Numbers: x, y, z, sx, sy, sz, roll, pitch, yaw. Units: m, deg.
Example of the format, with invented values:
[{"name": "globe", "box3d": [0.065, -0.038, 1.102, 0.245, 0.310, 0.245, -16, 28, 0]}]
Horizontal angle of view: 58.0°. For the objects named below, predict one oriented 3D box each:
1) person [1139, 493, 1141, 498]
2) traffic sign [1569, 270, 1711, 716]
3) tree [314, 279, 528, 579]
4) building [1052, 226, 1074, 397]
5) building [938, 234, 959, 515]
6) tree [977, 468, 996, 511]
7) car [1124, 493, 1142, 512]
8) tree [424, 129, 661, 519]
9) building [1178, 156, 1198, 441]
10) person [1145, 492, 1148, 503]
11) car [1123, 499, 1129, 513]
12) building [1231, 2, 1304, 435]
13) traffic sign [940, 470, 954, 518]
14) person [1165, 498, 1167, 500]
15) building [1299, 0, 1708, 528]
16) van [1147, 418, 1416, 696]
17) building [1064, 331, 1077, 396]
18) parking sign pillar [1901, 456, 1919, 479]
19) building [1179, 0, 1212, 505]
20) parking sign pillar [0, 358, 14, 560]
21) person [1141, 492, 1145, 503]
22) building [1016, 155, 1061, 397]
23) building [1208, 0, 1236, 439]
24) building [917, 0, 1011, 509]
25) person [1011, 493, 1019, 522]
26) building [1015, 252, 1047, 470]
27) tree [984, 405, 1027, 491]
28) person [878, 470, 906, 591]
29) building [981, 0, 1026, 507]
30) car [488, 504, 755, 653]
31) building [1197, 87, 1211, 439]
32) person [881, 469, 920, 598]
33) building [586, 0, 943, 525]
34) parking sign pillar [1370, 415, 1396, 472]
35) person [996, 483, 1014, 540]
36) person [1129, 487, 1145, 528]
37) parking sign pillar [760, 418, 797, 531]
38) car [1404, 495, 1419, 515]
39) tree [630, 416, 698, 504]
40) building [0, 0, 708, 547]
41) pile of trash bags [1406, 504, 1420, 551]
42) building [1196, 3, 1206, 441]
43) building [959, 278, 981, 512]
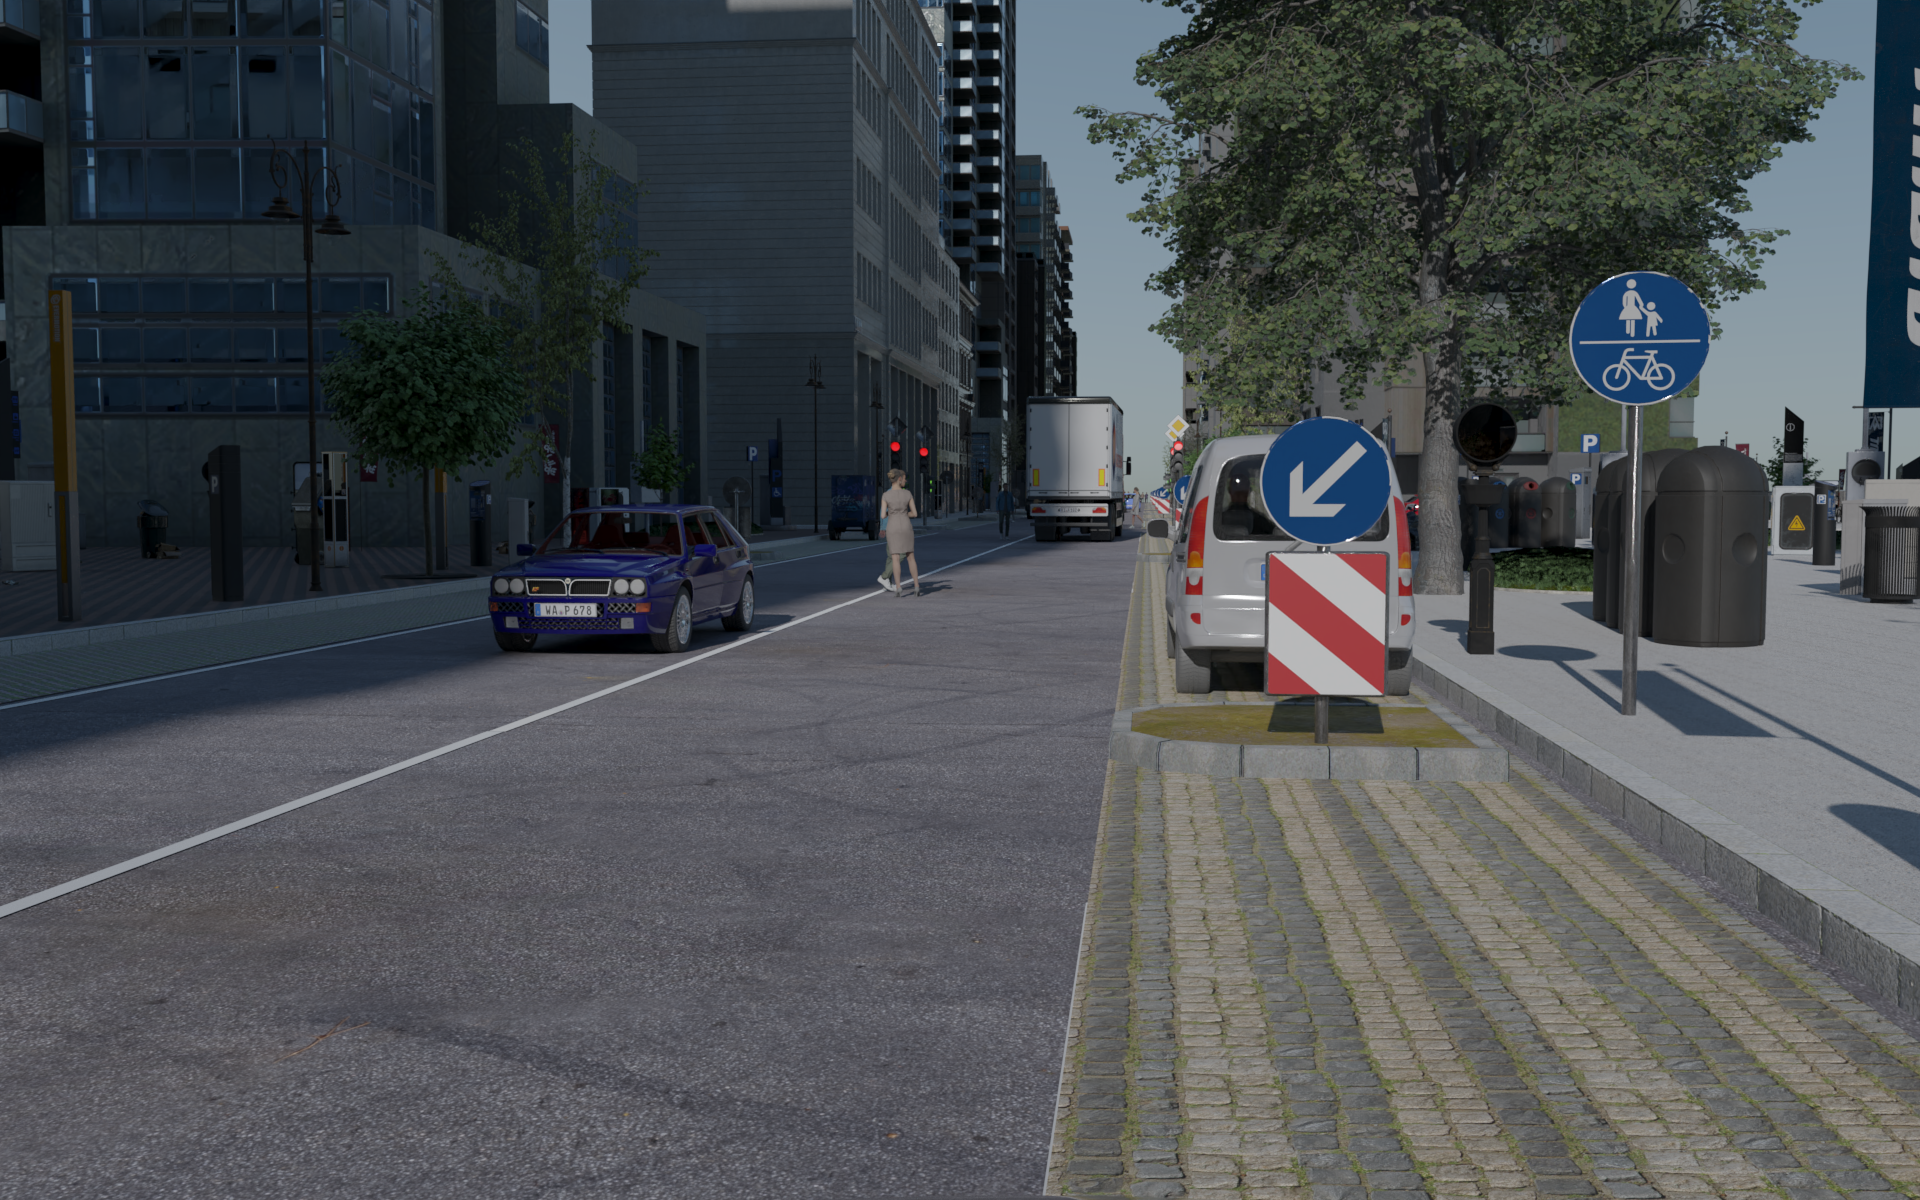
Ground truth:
[{"name": "person", "box3d": [28.766, -16.539, 278.935, 0.705, 1.821, 1.348, 3, 5, 39]}, {"name": "traffic sign", "box3d": [3.886, -0.604, 9.984, 0.768, 2.556, 0.104, 1, 4, 11]}, {"name": "tree", "box3d": [-8.214, -2.629, 26.691, 4.285, 4.588, 4.351, 0, 3, 0]}, {"name": "building", "box3d": [6.585, -37.955, 275.184, 22.147, 44.769, 28.867, 0, 4, 6]}, {"name": "building", "box3d": [-6.112, -15.572, 109.359, 10.420, 20.320, 16.860, 0, 4, 6]}, {"name": "tree", "box3d": [2.003, -8.280, 129.983, 1.663, 3.219, 1.824, 0, 3, 0]}, {"name": "car", "box3d": [13.669, -7.938, 139.377, 1.945, 1.707, 3.694, 0, 4, 5]}, {"name": "tree", "box3d": [-8.098, -5.144, 34.466, 4.737, 8.622, 4.395, 0, 3, 0]}, {"name": "building", "box3d": [47.588, -41.174, 262.431, 28.713, 52.752, 27.495, 0, 4, 6]}, {"name": "person", "box3d": [28.644, -15.685, 265.864, 0.541, 1.710, 0.530, 1, 4, 20]}, {"name": "car", "box3d": [11.989, -7.488, 134.221, 2.131, 1.459, 4.920, 0, 4, 7]}, {"name": "building", "box3d": [22.707, -20.063, 99.732, 14.160, 30.474, 14.107, 0, 4, 6]}, {"name": "traffic sign", "box3d": [-0.714, -5.678, 92.939, 0.768, 2.556, 0.104, 1, 4, 15]}, {"name": "person", "box3d": [14.726, -7.057, 124.158, 0.850, 1.792, 0.678, 0, 4, 2]}, {"name": "building", "box3d": [21.974, -23.781, 72.421, 14.086, 41.232, 14.154, 0, 4, 6]}, {"name": "van", "box3d": [2.489, -0.406, 13.654, 2.013, 2.044, 4.112, 0, 4, 5]}, {"name": "building", "box3d": [12.750, -32.104, 296.593, 14.160, 30.474, 14.107, 0, 4, 6]}, {"name": "parking sign pillar", "box3d": [62.739, -7.683, 114.085, 1.447, 3.967, 1.447, 1, 4, 15]}, {"name": "building", "box3d": [36.907, -54.269, 199.964, 22.319, 86.520, 31.000, 0, 4, 6]}, {"name": "parking sign pillar", "box3d": [-19.302, -2.778, 33.898, 1.447, 3.967, 1.447, 3, 5, 40]}, {"name": "person", "box3d": [28.921, -16.158, 273.210, 0.750, 1.759, 0.617, -3, 5, -44]}, {"name": "building", "box3d": [2.749, -38.292, 245.689, 23.786, 49.044, 30.456, 0, 4, 6]}, {"name": "building", "box3d": [29.068, -35.808, 127.467, 21.231, 58.520, 28.212, 0, 4, 6]}, {"name": "building", "box3d": [-5.946, -51.849, 160.397, 22.319, 86.520, 31.000, 0, 4, 6]}, {"name": "person", "box3d": [2.712, -4.732, 88.458, 0.523, 1.515, 0.503, -3, 5, -43]}, {"name": "building", "box3d": [2.854, -26.507, 205.091, 14.160, 30.474, 14.107, 0, 4, 6]}, {"name": "tree", "box3d": [3.984, -11.795, 143.212, 4.360, 8.622, 3.978, 0, 3, 0]}, {"name": "person", "box3d": [-1.002, -1.014, 25.416, 0.444, 1.785, 0.601, -1, 4, -10]}, {"name": "building", "box3d": [-2.319, -45.757, 186.382, 20.563, 71.187, 20.611, 0, 4, 6]}, {"name": "car", "box3d": [-3.200, -0.265, 16.914, 1.945, 1.354, 3.894, 0, 4, 6]}, {"name": "building", "box3d": [34.908, -33.692, 170.475, 23.786, 49.044, 30.456, 0, 4, 6]}, {"name": "person", "box3d": [-0.826, -0.929, 24.035, 0.599, 1.781, 0.374, -1, 4, -15]}, {"name": "building", "box3d": [-8.133, -18.861, 85.865, 11.434, 29.767, 29.804, 0, 4, 6]}, {"name": "parking sign pillar", "box3d": [14.422, -4.369, 59.904, 1.447, 3.967, 1.447, -3, 4, -38]}, {"name": "person", "box3d": [1.409, -2.776, 54.235, 0.601, 1.785, 0.444, 0, 4, -5]}, {"name": "person", "box3d": [7.459, -3.903, 73.059, 0.760, 1.731, 0.466, -2, 4, -35]}, {"name": "parking sign pillar", "box3d": [-6.465, -4.430, 60.902, 1.447, 3.967, 1.447, -1, 4, -8]}, {"name": "car", "box3d": [18.733, -3.417, 64.907, 4.494, 1.783, 2.155, 0, 4, 6]}, {"name": "tree", "box3d": [-7.252, -2.941, 42.684, 1.663, 3.219, 1.824, 0, 3, 0]}, {"name": "building", "box3d": [-25.774, -45.152, 50.908, 31.000, 86.520, 22.319, 0, 4, 6]}, {"name": "pile of trash bags", "box3d": [8.889, -1.793, 39.075, 3.447, 1.369, 1.912, -2, 4, -27]}, {"name": "building", "box3d": [41.050, -48.924, 238.164, 20.563, 71.187, 20.611, 0, 4, 6]}, {"name": "building", "box3d": [-4.645, -16.072, 127.410, 10.561, 19.102, 19.286, 0, 4, 6]}]
